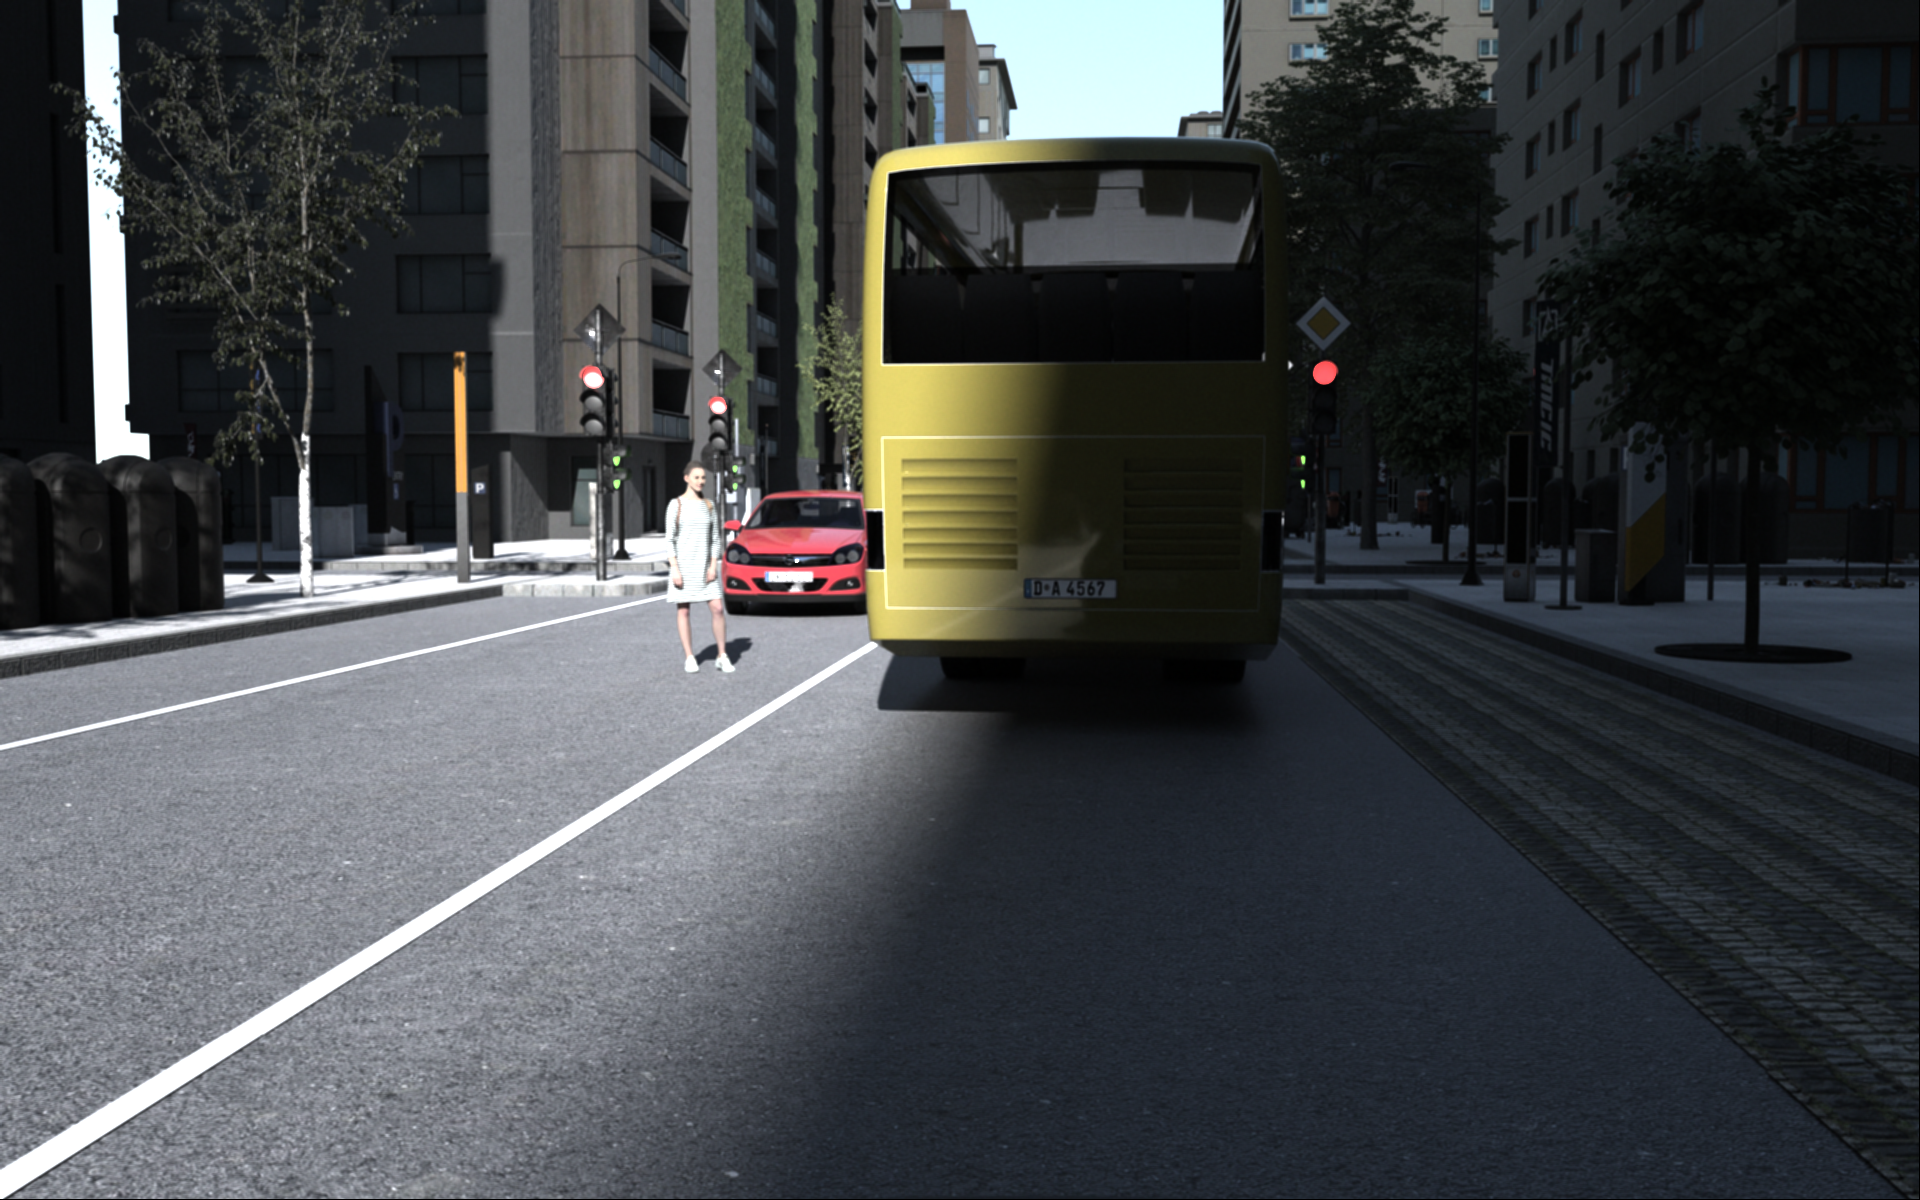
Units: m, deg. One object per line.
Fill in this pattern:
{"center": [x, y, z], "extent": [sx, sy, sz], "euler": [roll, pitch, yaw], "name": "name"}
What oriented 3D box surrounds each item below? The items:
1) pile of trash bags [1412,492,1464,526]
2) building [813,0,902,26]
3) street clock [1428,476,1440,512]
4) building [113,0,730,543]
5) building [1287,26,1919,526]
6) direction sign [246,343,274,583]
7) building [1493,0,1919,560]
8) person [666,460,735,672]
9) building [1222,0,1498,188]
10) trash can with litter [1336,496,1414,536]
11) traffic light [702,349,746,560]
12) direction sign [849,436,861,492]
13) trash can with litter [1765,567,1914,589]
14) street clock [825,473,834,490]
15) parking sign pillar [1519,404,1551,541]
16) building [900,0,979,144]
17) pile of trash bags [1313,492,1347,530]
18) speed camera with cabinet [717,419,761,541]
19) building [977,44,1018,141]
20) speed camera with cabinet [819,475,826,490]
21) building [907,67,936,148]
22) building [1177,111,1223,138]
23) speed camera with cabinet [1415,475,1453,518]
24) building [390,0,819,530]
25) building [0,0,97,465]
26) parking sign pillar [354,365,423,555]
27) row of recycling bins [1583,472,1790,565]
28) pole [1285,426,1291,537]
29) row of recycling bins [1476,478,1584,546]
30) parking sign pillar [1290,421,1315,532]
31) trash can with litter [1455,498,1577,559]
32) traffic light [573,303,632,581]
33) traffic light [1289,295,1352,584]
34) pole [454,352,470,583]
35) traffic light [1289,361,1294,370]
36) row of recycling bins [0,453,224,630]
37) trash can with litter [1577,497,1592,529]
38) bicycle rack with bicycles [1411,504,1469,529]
{"center": [19.673, -3.800, 71.875], "extent": [1.912, 1.369, 3.447], "euler": [2, 4, 33], "name": "pile of trash bags"}
{"center": [-10.936, -19.779, 95.089], "extent": [14.160, 30.474, 14.107], "euler": [0, 4, 5], "name": "building"}
{"center": [18.985, -3.966, 69.410], "extent": [0.471, 2.002, 0.358], "euler": [1, 4, 20], "name": "street clock"}
{"center": [-14.488, -22.459, 50.802], "extent": [14.154, 41.232, 14.086], "euler": [0, 4, 5], "name": "building"}
{"center": [31.516, -15.070, 91.439], "extent": [27.650, 21.520, 28.899], "euler": [0, 4, 5], "name": "building"}
{"center": [-10.176, -2.023, 25.080], "extent": [0.379, 3.537, 0.876], "euler": [-2, 4, -31], "name": "direction sign"}
{"center": [31.759, -12.283, 45.868], "extent": [28.899, 21.520, 27.650], "euler": [0, 4, 5], "name": "building"}
{"center": [-2.141, -0.274, 13.992], "extent": [0.512, 1.701, 0.522], "euler": [-2, 4, -32], "name": "person"}
{"center": [30.905, -30.914, 129.143], "extent": [21.300, 48.544, 21.600], "euler": [0, 4, 5], "name": "building"}
{"center": [12.683, -2.556, 52.844], "extent": [2.233, 1.210, 1.678], "euler": [1, 4, 20], "name": "trash can with litter"}
{"center": [-4.584, -2.727, 33.511], "extent": [0.839, 4.253, 0.868], "euler": [0, 4, 5], "name": "traffic light"}
{"center": [-3.915, -4.653, 68.068], "extent": [0.876, 3.537, 0.379], "euler": [1, 4, 8], "name": "direction sign"}
{"center": [12.185, -0.799, 24.117], "extent": [2.233, 1.210, 1.678], "euler": [1, 4, 18], "name": "trash can with litter"}
{"center": [-4.563, -3.427, 60.602], "extent": [0.358, 2.002, 0.471], "euler": [1, 4, 12], "name": "street clock"}
{"center": [15.948, -3.657, 48.265], "extent": [1.447, 3.967, 1.447], "euler": [-1, 4, -10], "name": "parking sign pillar"}
{"center": [-5.704, -31.139, 159.232], "extent": [14.600, 45.320, 14.200], "euler": [0, 4, 5], "name": "building"}
{"center": [13.297, -3.300, 63.715], "extent": [1.912, 1.369, 3.447], "euler": [0, 4, -6], "name": "pile of trash bags"}
{"center": [-5.902, -3.174, 46.224], "extent": [0.660, 3.252, 2.038], "euler": [1, 4, 11], "name": "speed camera with cabinet"}
{"center": [-8.042, -37.939, 209.533], "extent": [28.713, 52.752, 27.495], "euler": [0, 4, 5], "name": "building"}
{"center": [-7.247, -5.569, 85.390], "extent": [0.660, 3.252, 2.038], "euler": [1, 4, 19], "name": "speed camera with cabinet"}
{"center": [-9.331, -21.111, 116.865], "extent": [14.160, 30.474, 14.107], "euler": [0, 4, 5], "name": "building"}
{"center": [43.734, -39.468, 234.540], "extent": [28.713, 52.752, 27.495], "euler": [0, 4, 5], "name": "building"}
{"center": [20.497, -4.923, 74.834], "extent": [2.038, 3.252, 0.660], "euler": [-3, 5, -41], "name": "speed camera with cabinet"}
{"center": [-14.142, -23.811, 72.903], "extent": [14.154, 41.232, 14.086], "euler": [0, 4, 5], "name": "building"}
{"center": [-34.256, -16.828, 46.847], "extent": [14.107, 30.474, 14.160], "euler": [0, 4, 5], "name": "building"}
{"center": [-12.257, -2.967, 36.977], "extent": [1.447, 3.967, 1.447], "euler": [0, 4, 0], "name": "parking sign pillar"}
{"center": [13.478, -1.515, 31.875], "extent": [3.534, 1.692, 1.069], "euler": [0, 4, -2], "name": "row of recycling bins"}
{"center": [9.690, -3.522, 51.425], "extent": [0.158, 3.312, 0.155], "euler": [0, 3, 0], "name": "pole"}
{"center": [14.693, -2.232, 43.610], "extent": [3.534, 1.692, 1.069], "euler": [3, 4, 36], "name": "row of recycling bins"}
{"center": [11.480, -4.309, 58.920], "extent": [1.447, 3.967, 1.447], "euler": [-1, 4, -22], "name": "parking sign pillar"}
{"center": [10.980, -1.460, 34.923], "extent": [2.233, 1.210, 1.678], "euler": [0, 4, 3], "name": "trash can with litter"}
{"center": [-5.298, -2.241, 25.558], "extent": [0.839, 4.253, 0.868], "euler": [0, 4, 5], "name": "traffic light"}
{"center": [5.123, -2.185, 24.643], "extent": [0.839, 4.253, 0.868], "euler": [0, 4, 5], "name": "traffic light"}
{"center": [-7.170, -1.902, 24.937], "extent": [0.158, 3.312, 0.155], "euler": [0, 3, 0], "name": "pole"}
{"center": [5.837, -2.671, 32.596], "extent": [0.839, 4.253, 0.868], "euler": [0, 4, 5], "name": "traffic light"}
{"center": [-8.918, -0.657, 17.859], "extent": [1.069, 1.692, 3.534], "euler": [1, 4, 15], "name": "row of recycling bins"}
{"center": [14.232, -1.812, 40.690], "extent": [2.233, 1.210, 1.678], "euler": [-1, 4, -22], "name": "trash can with litter"}
{"center": [18.214, -3.122, 64.431], "extent": [2.852, 0.926, 2.925], "euler": [0, 4, 2], "name": "bicycle rack with bicycles"}
